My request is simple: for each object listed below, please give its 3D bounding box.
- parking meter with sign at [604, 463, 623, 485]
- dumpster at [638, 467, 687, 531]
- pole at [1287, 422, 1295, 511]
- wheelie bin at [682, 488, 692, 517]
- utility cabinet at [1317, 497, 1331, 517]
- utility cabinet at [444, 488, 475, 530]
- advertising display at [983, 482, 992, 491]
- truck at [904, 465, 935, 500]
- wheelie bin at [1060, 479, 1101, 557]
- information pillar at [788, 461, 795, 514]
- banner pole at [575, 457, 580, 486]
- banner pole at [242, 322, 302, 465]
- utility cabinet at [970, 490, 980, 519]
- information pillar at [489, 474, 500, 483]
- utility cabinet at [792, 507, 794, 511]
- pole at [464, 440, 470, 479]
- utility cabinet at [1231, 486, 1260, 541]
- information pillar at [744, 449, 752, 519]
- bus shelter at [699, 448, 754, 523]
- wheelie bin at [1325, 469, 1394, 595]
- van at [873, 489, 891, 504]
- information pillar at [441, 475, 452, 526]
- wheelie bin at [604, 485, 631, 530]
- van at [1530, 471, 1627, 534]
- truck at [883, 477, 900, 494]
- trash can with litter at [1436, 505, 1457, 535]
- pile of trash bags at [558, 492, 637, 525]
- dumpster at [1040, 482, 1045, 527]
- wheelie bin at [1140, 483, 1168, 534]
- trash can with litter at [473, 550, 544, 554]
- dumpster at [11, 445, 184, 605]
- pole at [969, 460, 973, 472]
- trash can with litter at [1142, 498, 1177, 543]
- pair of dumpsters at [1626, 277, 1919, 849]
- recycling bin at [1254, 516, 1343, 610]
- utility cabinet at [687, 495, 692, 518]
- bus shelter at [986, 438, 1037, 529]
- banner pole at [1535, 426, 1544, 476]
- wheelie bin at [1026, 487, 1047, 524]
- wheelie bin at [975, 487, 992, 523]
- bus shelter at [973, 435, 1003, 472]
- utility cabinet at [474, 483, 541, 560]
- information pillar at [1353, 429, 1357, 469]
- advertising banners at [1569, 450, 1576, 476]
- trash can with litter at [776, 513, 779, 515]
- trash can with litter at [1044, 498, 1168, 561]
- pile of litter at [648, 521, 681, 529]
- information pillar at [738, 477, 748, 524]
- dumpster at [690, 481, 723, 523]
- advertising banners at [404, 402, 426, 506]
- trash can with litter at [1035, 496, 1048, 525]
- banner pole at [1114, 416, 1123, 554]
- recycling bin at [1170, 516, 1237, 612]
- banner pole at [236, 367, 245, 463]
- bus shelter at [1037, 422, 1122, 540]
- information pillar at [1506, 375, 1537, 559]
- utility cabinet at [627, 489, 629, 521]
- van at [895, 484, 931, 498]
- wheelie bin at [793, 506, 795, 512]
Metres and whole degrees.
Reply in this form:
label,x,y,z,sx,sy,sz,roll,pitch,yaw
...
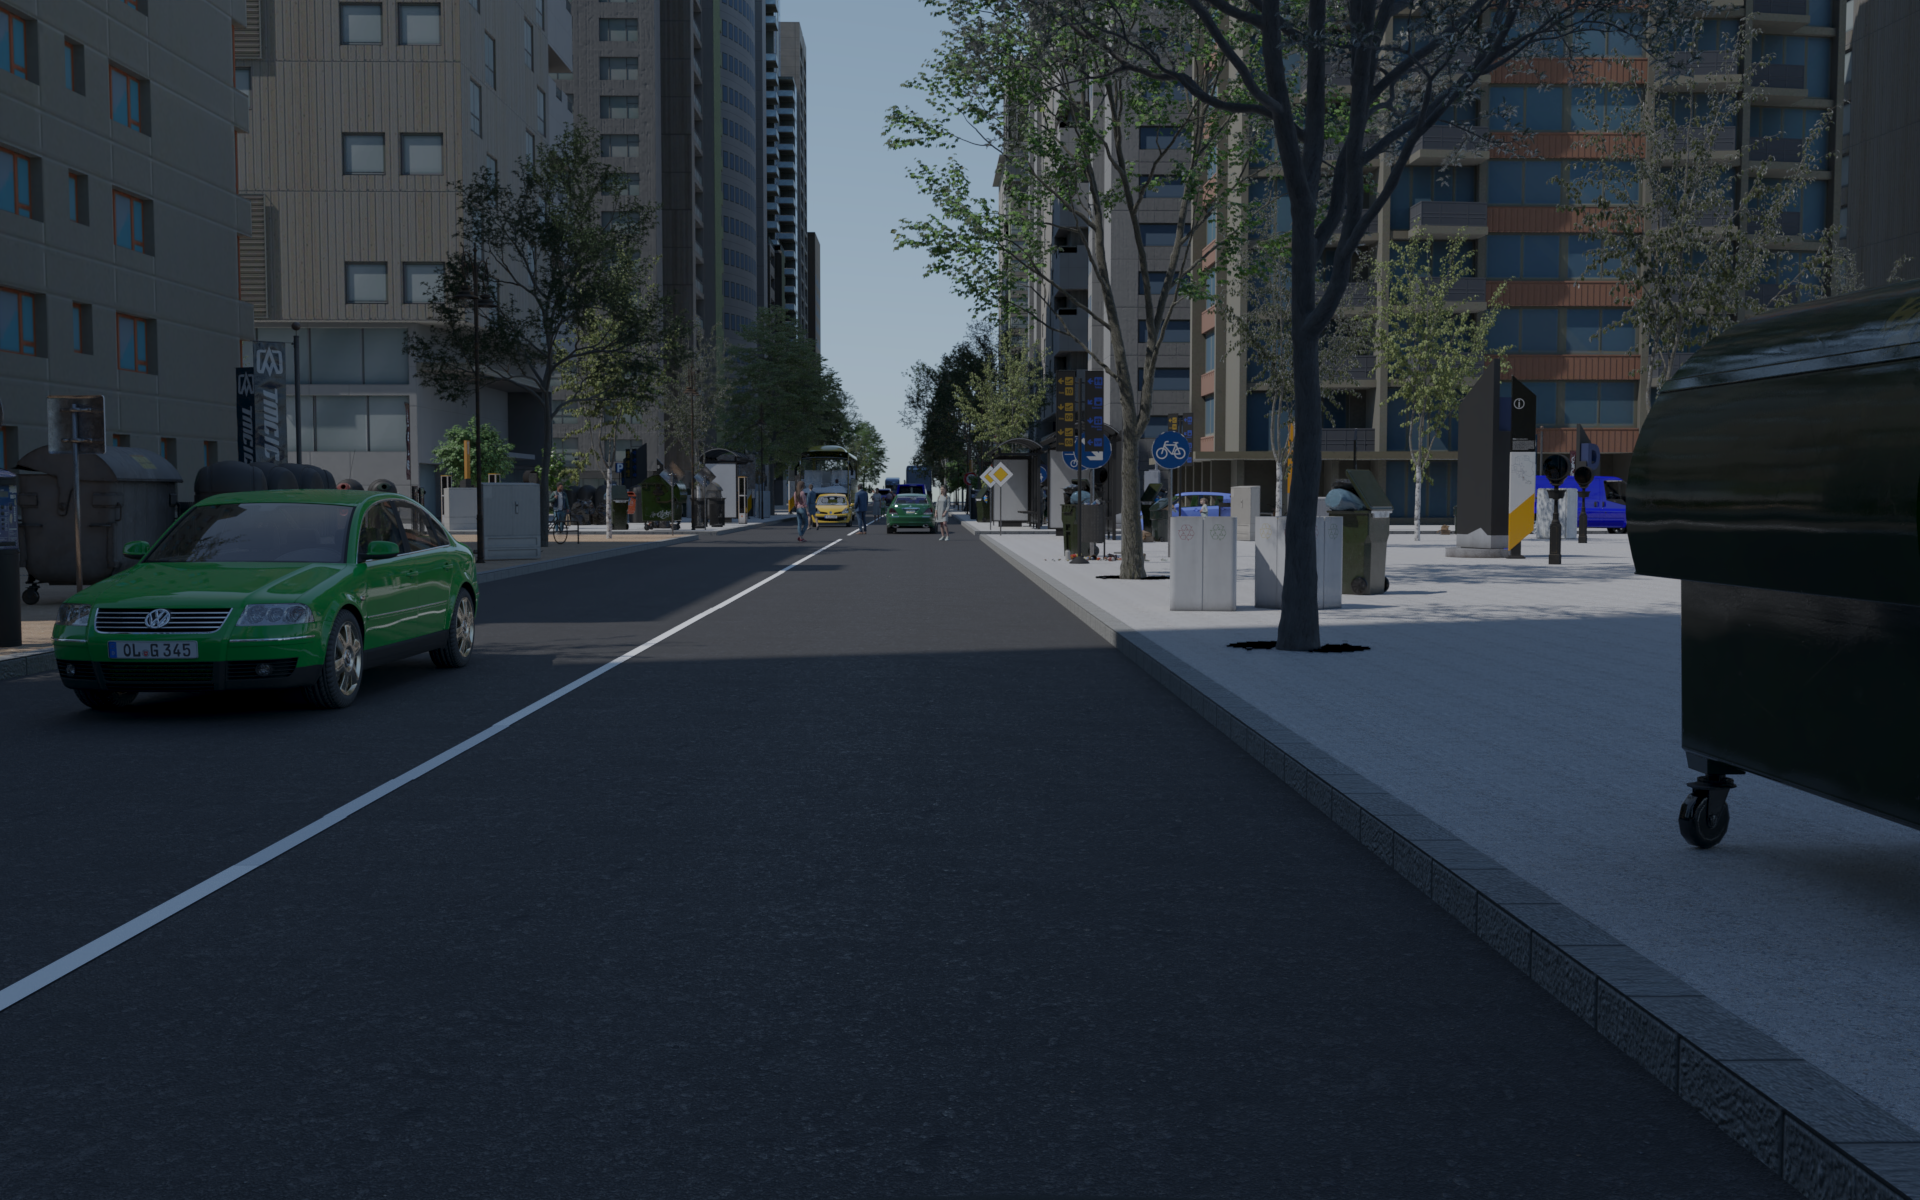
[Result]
label,x,y,z,sx,sy,sz,roll,pitch,yaw
parking meter with sign,-19.608,-6.177,97.261,1.738,3.016,0.543,3,5,42
dumpster,-10.524,-3.595,61.265,1.502,2.255,1.985,0,4,-1
pole,9.200,-3.317,48.069,0.158,3.312,0.155,0,3,0
wheelie bin,-14.928,-5.341,95.240,0.980,1.594,0.693,2,4,27
utility cabinet,22.705,-5.974,108.839,1.020,1.237,0.306,0,4,5
utility cabinet,-17.463,-3.173,60.563,0.318,1.500,1.173,3,4,37
advertising display,1.718,-5.473,94.693,0.974,1.923,0.123,0,4,-8
truck,-3.870,-10.203,156.583,2.967,4.110,18.799,0,3,0
wheelie bin,2.469,-1.692,35.567,0.693,1.594,0.980,-2,4,-26
information pillar,-10.754,-7.293,110.594,0.183,3.616,0.504,3,5,45
banner pole,-23.420,-7.098,106.065,0.401,3.779,0.863,1,4,10
banner pole,-9.821,-2.147,25.125,0.863,3.779,0.401,-3,5,-41
utility cabinet,0.895,-4.879,88.453,0.318,1.500,1.173,-2,4,-28
information pillar,-16.794,-3.549,62.521,0.304,2.012,0.304,1,4,17
utility cabinet,-12.131,-7.350,128.858,0.318,1.500,1.173,1,4,23
pole,-18.758,-4.412,65.978,0.158,3.312,0.155,0,3,0
utility cabinet,7.817,-2.378,47.554,0.318,1.500,1.173,-1,4,-18
information pillar,-10.982,-6.010,89.611,0.183,3.616,0.504,2,4,31
bus shelter,-10.692,-5.210,79.103,2.014,3.302,5.546,0,4,-1
wheelie bin,5.091,-0.875,22.212,0.693,1.594,0.980,3,5,40
van,-8.752,-11.799,197.298,2.240,2.365,5.245,0,4,-1
information pillar,-20.302,-3.915,68.500,0.304,2.012,0.304,1,4,14
wheelie bin,-12.287,-3.305,61.948,0.980,1.594,0.693,-2,4,-35
van,20.548,-3.265,57.761,5.245,2.365,2.240,0,4,-2
truck,-10.794,-18.114,285.929,2.967,4.110,18.799,0,4,0
trash can with litter,15.534,-2.628,54.349,1.055,1.170,0.624,0,4,7
pile of trash bags,-15.022,-3.809,72.036,3.447,1.369,1.912,-3,5,-40
dumpster,2.725,-3.871,69.044,1.264,1.857,1.865,0,4,-1
wheelie bin,5.603,-2.560,49.766,0.693,1.594,0.980,-2,4,-29
trash can with litter,-9.764,-1.627,37.667,1.678,1.210,2.233,2,4,26
dumpster,-10.264,-0.912,20.674,1.264,1.857,1.865,0,4,-1
pole,0.669,-6.685,103.143,0.158,3.312,0.155,0,3,0
trash can with litter,5.211,-2.124,46.116,1.055,1.170,0.624,-3,4,-37
pair of dumpsters,3.271,-0.106,4.221,1.574,2.255,4.437,0,4,-1
recycling bin,3.810,-0.425,19.496,0.722,1.027,0.722,-3,5,-39
utility cabinet,-14.091,-4.981,92.607,1.020,1.237,0.306,-1,4,-18
bus shelter,2.086,-4.348,65.011,2.014,3.302,5.546,0,4,-1
banner pole,21.171,-4.514,63.817,0.863,3.779,0.401,3,4,36
wheelie bin,3.227,-4.046,74.065,0.980,1.594,0.693,0,4,-7
wheelie bin,1.115,-4.276,77.817,0.693,1.594,0.980,-2,4,-25
bus shelter,1.943,-8.408,115.099,2.179,5.291,8.768,0,4,-1
utility cabinet,-8.755,-1.527,33.641,1.173,1.500,0.318,-3,5,-40
information pillar,14.125,-4.317,61.942,0.183,3.616,0.504,1,4,17
advertising banners,23.960,-4.445,68.858,2.074,3.025,0.090,-3,5,-41
trash can with litter,-11.801,-5.894,107.423,1.678,1.210,2.233,-1,4,-10
trash can with litter,2.880,-1.365,33.376,2.233,1.210,1.678,2,4,25
pile of litter,-11.223,-3.099,64.638,1.719,0.858,1.176,3,4,36
information pillar,-9.263,-4.246,73.912,0.304,2.012,0.304,1,4,13
dumpster,-10.948,-4.220,74.750,1.264,1.857,1.865,0,4,-1
advertising banners,-10.684,-2.310,33.952,0.090,3.025,2.074,0,4,-8
trash can with litter,3.307,-3.757,72.821,0.624,1.170,1.055,1,4,19
banner pole,3.522,-2.870,36.943,0.401,3.779,0.863,0,4,-4
recycling bin,2.713,-0.410,19.266,0.722,1.027,0.722,1,4,9
banner pole,-12.213,-2.447,30.024,0.863,3.779,0.401,1,4,22
bus shelter,3.505,-3.447,50.282,2.014,3.302,5.546,0,4,-1
information pillar,11.083,-2.619,34.172,0.504,3.616,0.183,0,4,4
utility cabinet,-16.149,-4.444,81.338,1.173,1.500,0.318,-1,4,-22
van,-2.924,-6.246,106.502,2.240,2.365,5.245,0,4,0
wheelie bin,-11.857,-7.275,126.857,0.980,1.594,0.693,-1,4,-12
